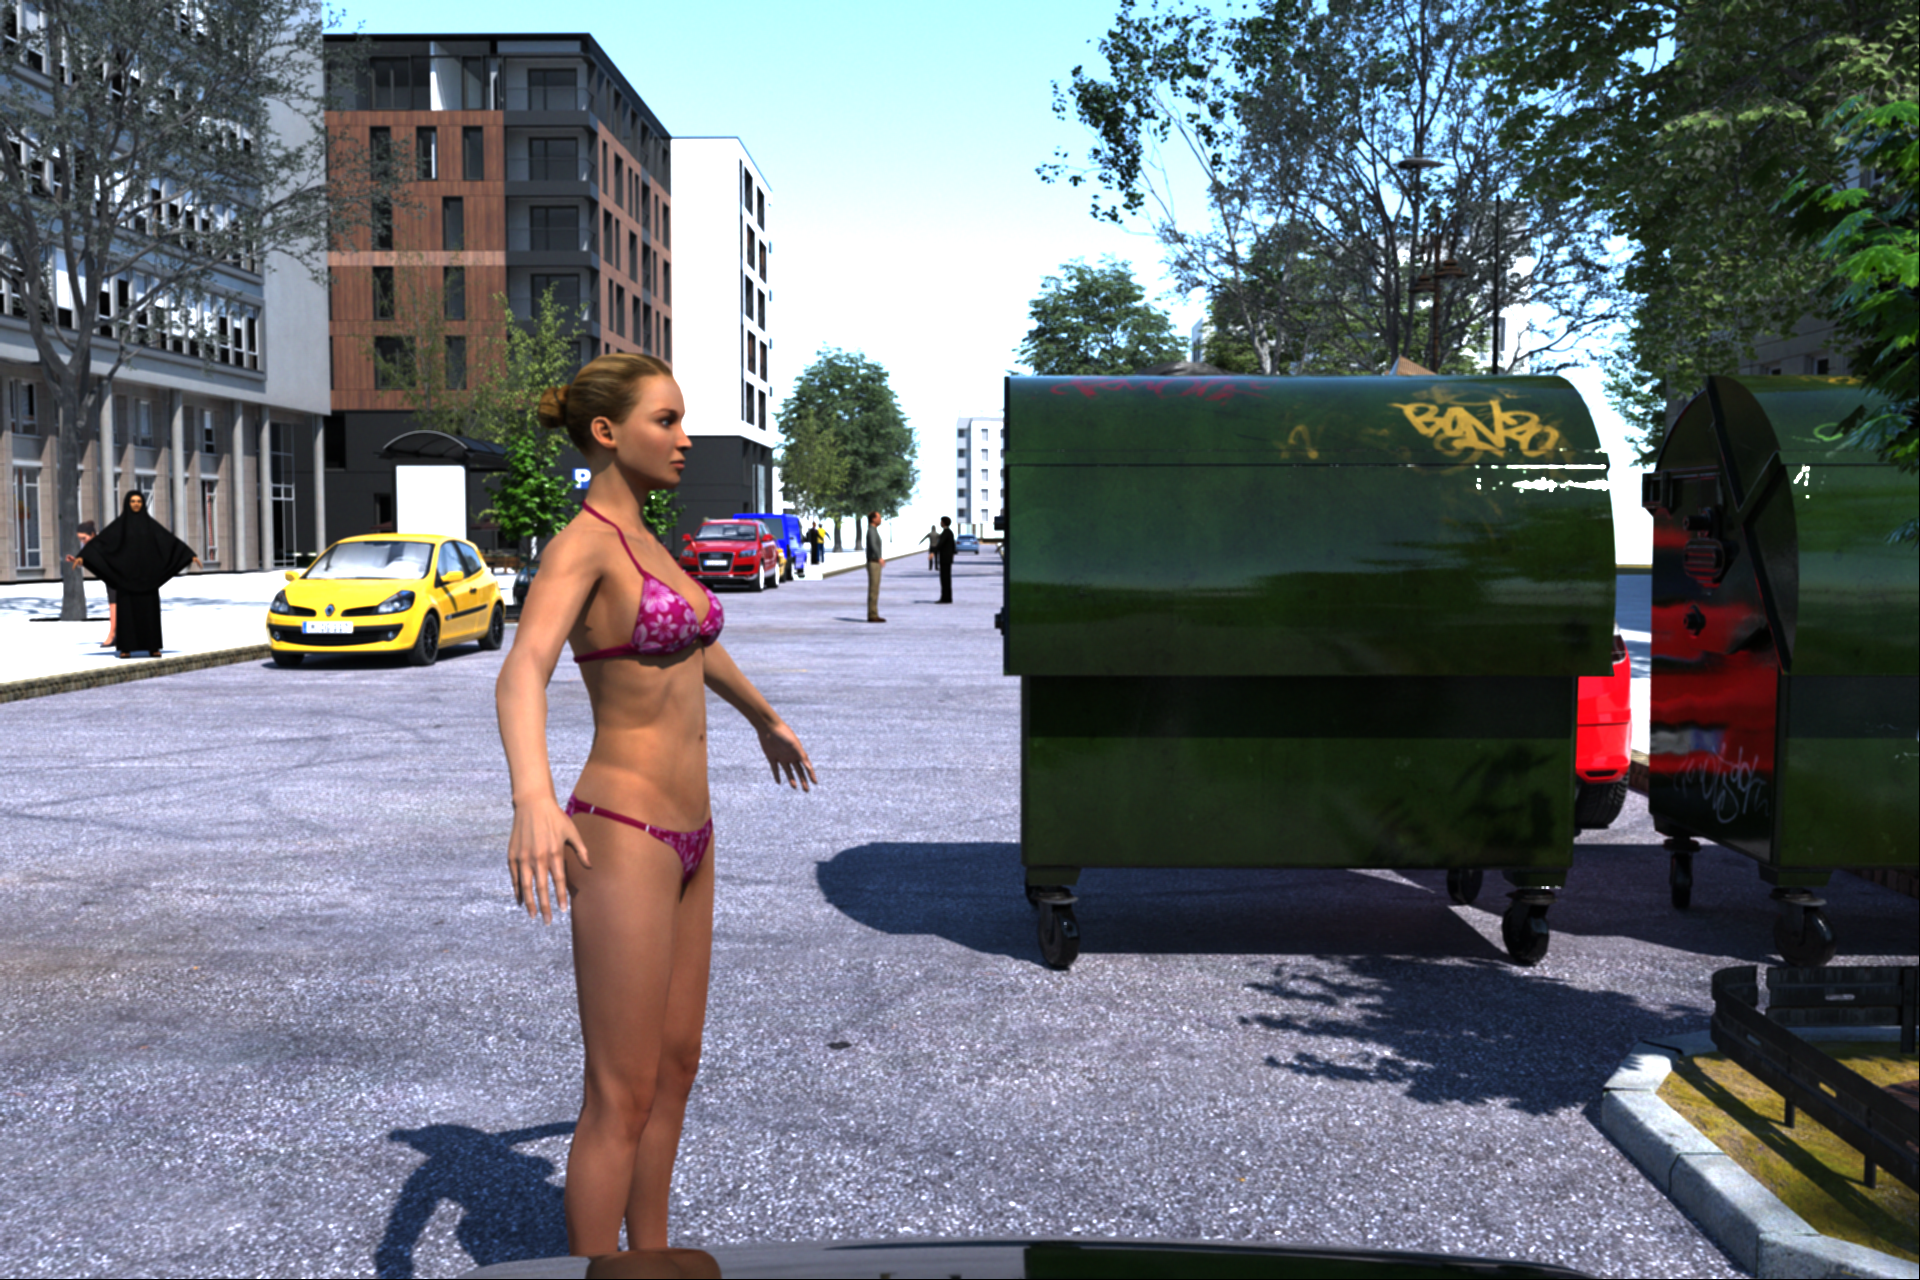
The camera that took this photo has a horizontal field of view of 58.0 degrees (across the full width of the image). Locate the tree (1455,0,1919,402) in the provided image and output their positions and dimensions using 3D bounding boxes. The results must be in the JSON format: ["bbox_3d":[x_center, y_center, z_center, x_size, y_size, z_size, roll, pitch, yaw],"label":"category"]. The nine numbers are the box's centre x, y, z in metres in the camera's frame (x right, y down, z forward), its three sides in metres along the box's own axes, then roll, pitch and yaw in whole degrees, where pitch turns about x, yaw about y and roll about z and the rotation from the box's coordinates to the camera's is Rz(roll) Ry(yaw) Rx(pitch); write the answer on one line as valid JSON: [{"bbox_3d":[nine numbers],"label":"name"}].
[{"bbox_3d":[7.847,-5.919,14.900,7.486,12.596,7.792,0,3,0],"label":"tree"}]

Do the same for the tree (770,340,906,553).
[{"bbox_3d":[-8.098,-12.774,115.515,9.857,13.997,8.962,0,3,0],"label":"tree"}]

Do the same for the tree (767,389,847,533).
[{"bbox_3d":[-8.245,-8.455,88.606,4.360,8.622,3.978,0,3,0],"label":"tree"}]

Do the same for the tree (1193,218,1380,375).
[{"bbox_3d":[11.669,-8.860,62.990,7.486,12.596,7.792,0,3,0],"label":"tree"}]

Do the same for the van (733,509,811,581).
[{"bbox_3d":[-6.004,-3.078,54.716,2.240,2.365,5.245,0,4,1],"label":"van"}]

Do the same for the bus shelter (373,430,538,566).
[{"bbox_3d":[-10.365,-2.600,36.438,2.014,3.302,5.546,0,4,1],"label":"bus shelter"}]

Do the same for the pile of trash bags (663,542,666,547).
[{"bbox_3d":[-9.892,-2.628,52.713,1.912,1.369,3.447,0,4,1],"label":"pile of trash bags"}]

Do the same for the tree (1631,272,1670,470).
[{"bbox_3d":[26.305,-8.610,58.898,7.486,12.596,7.792,0,3,0],"label":"tree"}]

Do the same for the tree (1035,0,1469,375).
[{"bbox_3d":[8.535,-11.836,49.401,12.611,20.169,13.585,0,3,0],"label":"tree"}]

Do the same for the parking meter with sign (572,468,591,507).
[{"bbox_3d":[-9.977,-3.089,46.771,0.543,3.016,1.738,0,4,1],"label":"parking meter with sign"}]

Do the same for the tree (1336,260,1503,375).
[{"bbox_3d":[18.907,-9.438,72.438,7.486,12.596,7.792,0,3,0],"label":"tree"}]

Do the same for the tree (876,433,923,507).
[{"bbox_3d":[-7.400,-13.861,152.378,9.928,11.665,9.643,0,3,0],"label":"tree"}]

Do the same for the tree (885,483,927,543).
[{"bbox_3d":[-9.960,-20.544,246.261,12.009,13.543,11.850,0,3,0],"label":"tree"}]

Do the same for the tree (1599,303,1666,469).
[{"bbox_3d":[29.003,-8.728,68.461,9.928,11.665,9.643,0,3,0],"label":"tree"}]

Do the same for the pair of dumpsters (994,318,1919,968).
[{"bbox_3d":[2.338,-0.073,6.147,4.436,2.255,1.574,0,4,1],"label":"pair of dumpsters"}]

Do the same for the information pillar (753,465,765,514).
[{"bbox_3d":[-6.871,-4.158,59.294,0.184,3.620,1.656,0,4,1],"label":"information pillar"}]

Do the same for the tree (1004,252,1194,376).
[{"bbox_3d":[6.857,-10.512,78.532,9.857,13.997,8.962,0,3,0],"label":"tree"}]

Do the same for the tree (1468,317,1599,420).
[{"bbox_3d":[18.729,-6.625,58.686,4.360,8.622,3.978,0,3,0],"label":"tree"}]

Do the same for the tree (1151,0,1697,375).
[{"bbox_3d":[8.910,-7.559,33.956,12.009,13.543,11.850,0,3,0],"label":"tree"}]

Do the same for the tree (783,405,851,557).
[{"bbox_3d":[-7.959,-9.063,98.548,4.737,8.622,4.395,0,3,0],"label":"tree"}]

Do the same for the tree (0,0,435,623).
[{"bbox_3d":[-13.109,-7.026,25.253,12.009,13.543,11.850,0,3,0],"label":"tree"}]

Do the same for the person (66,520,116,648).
[{"bbox_3d":[-9.712,-0.633,19.585,0.628,1.438,0.799,-1,4,-21],"label":"person"}]

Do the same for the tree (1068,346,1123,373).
[{"bbox_3d":[7.572,-10.439,96.434,9.928,11.665,9.643,0,3,0],"label":"tree"}]

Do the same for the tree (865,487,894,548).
[{"bbox_3d":[-7.095,-12.823,160.011,4.360,8.622,3.978,0,3,0],"label":"tree"}]

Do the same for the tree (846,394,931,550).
[{"bbox_3d":[-7.437,-14.135,141.482,12.009,13.543,11.850,0,3,0],"label":"tree"}]

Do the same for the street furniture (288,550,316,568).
[{"bbox_3d":[-29.071,-3.160,67.288,10.072,0.657,5.734,-1,4,-15],"label":"street furniture"}]

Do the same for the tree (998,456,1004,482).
[{"bbox_3d":[8.553,-15.327,160.963,12.009,13.543,11.850,0,3,0],"label":"tree"}]

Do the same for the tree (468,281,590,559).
[{"bbox_3d":[-12.589,-6.155,50.994,4.737,8.622,4.395,0,3,0],"label":"tree"}]

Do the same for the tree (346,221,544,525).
[{"bbox_3d":[-12.943,-5.589,41.742,4.360,8.622,3.978,0,3,0],"label":"tree"}]

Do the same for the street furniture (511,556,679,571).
[{"bbox_3d":[-12.859,-2.908,63.170,5.734,0.657,10.072,0,4,3],"label":"street furniture"}]

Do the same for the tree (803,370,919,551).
[{"bbox_3d":[-7.685,-13.640,129.674,9.857,13.997,8.962,0,3,0],"label":"tree"}]
